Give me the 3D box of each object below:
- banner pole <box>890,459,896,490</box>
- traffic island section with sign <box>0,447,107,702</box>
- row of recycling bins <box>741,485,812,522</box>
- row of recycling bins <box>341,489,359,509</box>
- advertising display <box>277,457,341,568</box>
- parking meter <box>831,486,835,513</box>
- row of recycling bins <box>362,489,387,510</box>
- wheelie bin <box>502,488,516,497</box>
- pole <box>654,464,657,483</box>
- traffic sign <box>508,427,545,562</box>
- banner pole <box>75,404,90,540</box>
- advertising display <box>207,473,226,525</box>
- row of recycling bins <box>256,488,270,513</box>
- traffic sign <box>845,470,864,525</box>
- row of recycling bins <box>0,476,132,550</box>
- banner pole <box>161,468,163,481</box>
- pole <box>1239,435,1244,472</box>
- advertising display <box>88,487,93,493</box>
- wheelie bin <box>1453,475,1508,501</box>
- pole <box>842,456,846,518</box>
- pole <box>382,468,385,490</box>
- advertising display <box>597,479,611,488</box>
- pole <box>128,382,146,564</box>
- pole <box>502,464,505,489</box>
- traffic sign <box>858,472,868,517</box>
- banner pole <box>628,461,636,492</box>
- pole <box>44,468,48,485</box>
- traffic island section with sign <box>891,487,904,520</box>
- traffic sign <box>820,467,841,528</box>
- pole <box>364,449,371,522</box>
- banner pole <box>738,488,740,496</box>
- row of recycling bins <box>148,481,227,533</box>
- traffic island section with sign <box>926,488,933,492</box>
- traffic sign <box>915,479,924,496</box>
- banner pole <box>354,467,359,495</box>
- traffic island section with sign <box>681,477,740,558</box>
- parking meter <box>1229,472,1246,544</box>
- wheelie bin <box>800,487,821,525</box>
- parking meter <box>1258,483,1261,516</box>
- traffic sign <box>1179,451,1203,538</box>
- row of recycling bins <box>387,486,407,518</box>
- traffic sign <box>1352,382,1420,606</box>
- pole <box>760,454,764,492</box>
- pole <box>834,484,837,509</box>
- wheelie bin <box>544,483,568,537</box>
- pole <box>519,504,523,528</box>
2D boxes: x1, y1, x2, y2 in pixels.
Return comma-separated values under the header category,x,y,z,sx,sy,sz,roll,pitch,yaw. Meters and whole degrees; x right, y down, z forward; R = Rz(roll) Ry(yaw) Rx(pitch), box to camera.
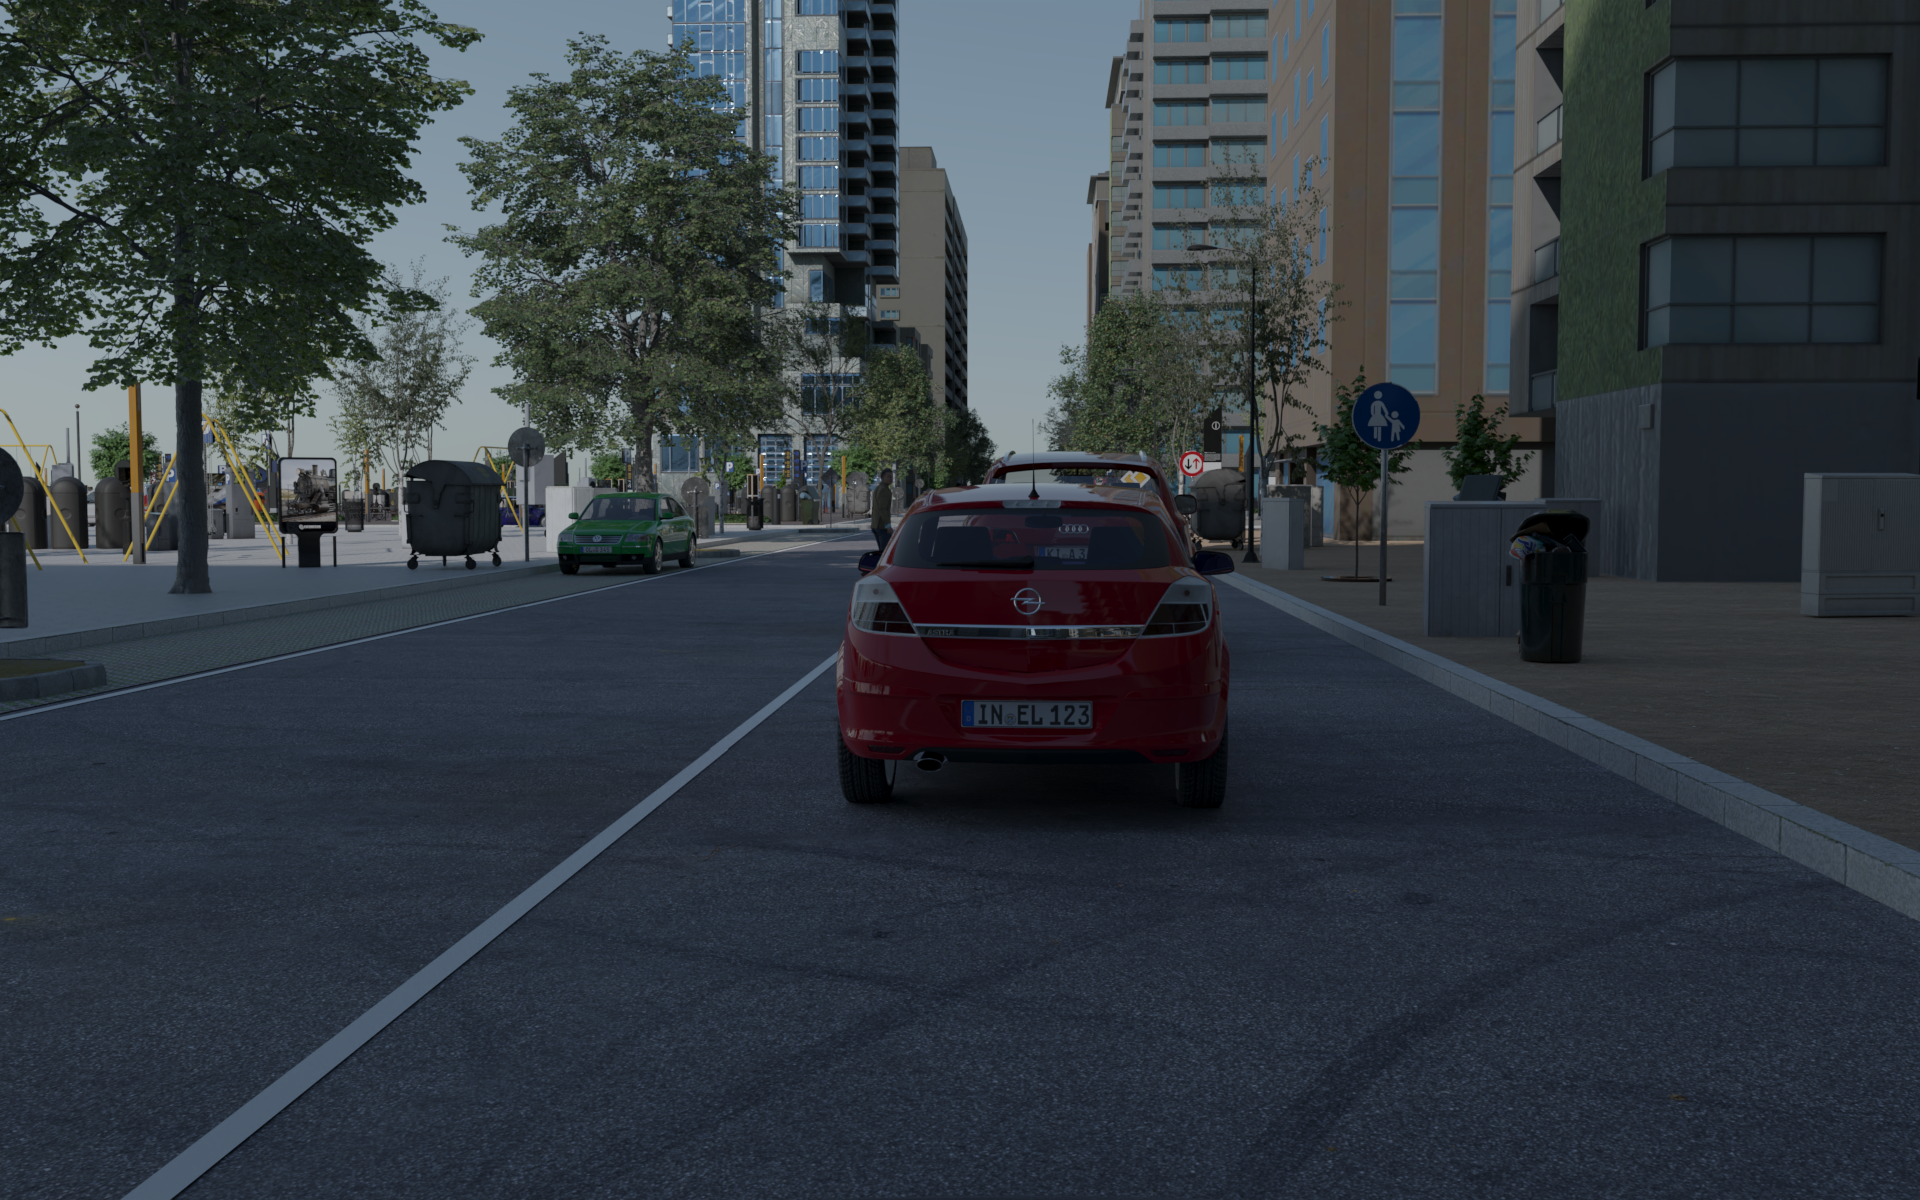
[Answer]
category,x,y,z,sx,sy,sz,roll,pitch,yaw
banner pole,-4.719,-8.042,121.508,0.401,3.779,0.863,-3,4,-39
traffic island section with sign,-7.392,-0.236,12.486,1.989,1.847,2.006,0,4,3
row of recycling bins,-8.485,-4.531,81.194,3.534,1.692,1.069,0,4,-6
row of recycling bins,-51.380,-8.682,149.062,3.534,1.692,1.069,-2,4,-27
advertising display,-11.376,-1.530,30.230,0.974,1.923,0.123,-2,4,-29
parking meter,-8.772,-6.960,119.500,0.255,1.863,0.399,-1,4,-16
row of recycling bins,-43.865,-7.639,132.017,1.069,1.692,3.534,2,4,26
wheelie bin,-22.832,-4.921,88.359,0.980,1.594,0.693,-1,4,-12
pole,-20.547,-7.524,116.857,0.158,3.312,0.155,0,3,0
traffic sign,-8.232,-2.003,32.862,0.768,2.556,0.104,1,4,12
banner pole,-24.601,-3.571,48.407,0.401,3.779,0.863,-2,4,-24
advertising display,-22.705,-2.918,52.930,0.123,1.923,0.974,3,5,43
row of recycling bins,-43.917,-6.276,109.731,3.534,1.692,1.069,2,4,33
traffic sign,-4.429,-4.218,72.614,0.795,2.450,0.064,0,4,3
row of recycling bins,-21.215,-2.036,40.398,3.534,1.692,1.069,-1,4,-15
banner pole,-67.345,-9.527,145.785,0.863,3.779,0.401,1,4,10
pole,9.775,-4.060,60.231,0.158,3.312,0.155,0,3,0
advertising display,-75.252,-8.812,149.290,0.974,1.923,0.123,-1,4,-13
wheelie bin,8.555,-1.255,28.433,0.980,1.594,0.693,3,5,40
pole,-6.238,-6.061,92.941,0.158,3.312,0.155,0,3,0
pole,-45.866,-8.809,137.873,0.158,3.312,0.155,0,3,0
advertising display,-15.588,-4.323,75.896,0.123,1.923,0.974,1,4,19
pole,-14.996,-2.307,31.558,0.158,3.312,0.155,0,3,0
pole,-30.767,-7.519,116.776,0.158,3.312,0.155,0,3,0
traffic sign,-5.589,-6.021,98.554,0.768,2.556,0.104,1,4,10
banner pole,-24.606,-8.544,129.710,0.863,3.779,0.401,-1,4,-13
pole,-71.273,-8.640,135.115,0.158,3.312,0.155,0,3,0
traffic island section with sign,-3.365,-5.289,95.099,1.989,1.847,2.006,0,4,3
traffic sign,-4.818,-3.731,64.638,0.795,2.450,0.064,0,4,3
pole,-27.110,-5.222,79.228,0.158,3.312,0.155,0,3,0
banner pole,-17.625,-9.148,139.580,0.863,3.779,0.401,1,4,19
row of recycling bins,-24.948,-3.008,56.298,1.069,1.692,3.534,1,4,17
traffic island section with sign,-2.045,-6.935,122.022,1.989,1.847,2.006,0,4,3
traffic sign,-3.357,-8.796,143.918,0.768,2.556,0.104,0,4,5
banner pole,-49.594,-9.311,142.255,0.863,3.779,0.401,3,5,41
traffic island section with sign,-6.069,-1.883,39.409,1.989,1.847,2.006,0,4,3
parking meter,7.179,-2.391,44.807,0.399,1.863,0.255,-2,4,-30
wheelie bin,-6.301,-3.955,72.568,0.693,1.594,0.980,2,4,25
parking meter,15.649,-5.140,89.745,0.399,1.863,0.255,1,4,16
traffic sign,6.829,-3.111,50.965,0.768,2.556,0.104,0,4,8
row of recycling bins,-30.028,-5.261,93.130,1.069,1.692,3.534,-1,4,-21
traffic sign,4.866,-1.208,19.858,0.768,2.556,0.104,0,4,6
pole,-10.195,-5.828,89.127,0.158,3.312,0.155,0,3,0
pole,-10.585,-9.374,147.108,0.158,3.312,0.155,0,3,0
wheelie bin,-11.992,-2.667,51.513,0.980,1.594,0.693,1,4,10
pole,-16.642,-4.394,65.693,0.158,3.312,0.155,0,3,0
